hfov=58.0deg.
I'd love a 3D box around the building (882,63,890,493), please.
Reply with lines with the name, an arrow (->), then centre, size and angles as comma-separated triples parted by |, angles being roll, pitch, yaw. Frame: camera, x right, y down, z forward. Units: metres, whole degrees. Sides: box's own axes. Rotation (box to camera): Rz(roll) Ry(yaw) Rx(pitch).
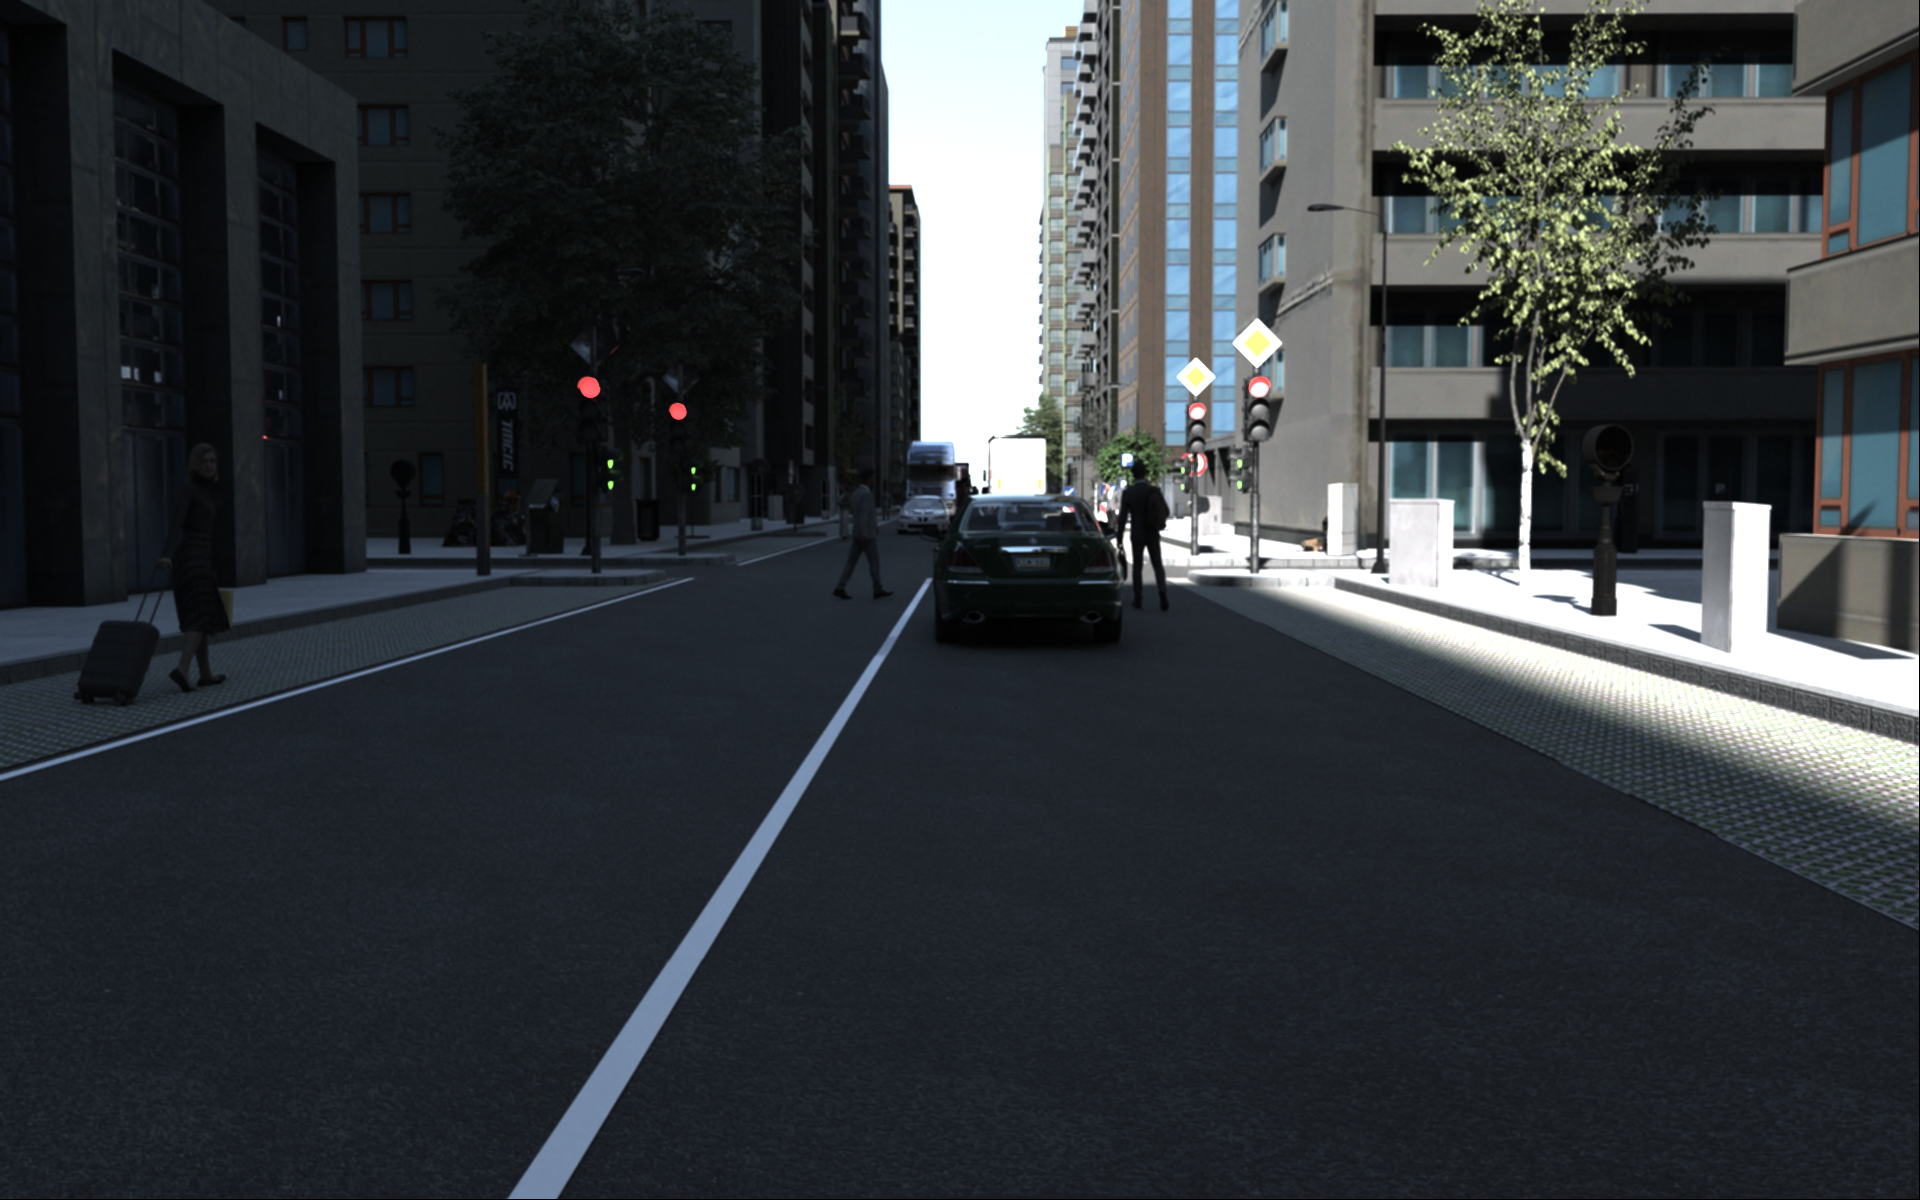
building -> -14.411, -32.098, 174.909 | 14.600, 45.320, 14.200 | 0, 4, 1

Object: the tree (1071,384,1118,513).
tree -> 9.411, -10.191, 116.991 | 4.360, 8.622, 3.978 | 0, 3, 0

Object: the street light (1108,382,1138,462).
street light -> 6.838, -6.088, 72.082 | 1.470, 5.913, 1.316 | 0, 4, 1

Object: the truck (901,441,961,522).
truck -> -1.479, -6.363, 93.799 | 2.967, 4.110, 18.799 | 0, 4, 0

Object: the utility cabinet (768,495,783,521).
utility cabinet -> -8.863, -4.405, 83.182 | 0.306, 1.237, 1.020 | 1, 4, 22

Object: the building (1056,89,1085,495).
building -> 17.568, -30.246, 178.110 | 14.154, 41.232, 14.086 | 0, 4, 1

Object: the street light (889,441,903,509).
street light -> -5.662, -10.990, 152.226 | 1.470, 5.913, 1.316 | 0, 4, 1

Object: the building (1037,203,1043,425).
building -> 22.621, -36.697, 254.617 | 22.147, 44.769, 28.867 | 0, 4, 1

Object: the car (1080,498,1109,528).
car -> 1.163, -0.779, 24.741 | 2.014, 1.417, 4.499 | 0, 4, 0

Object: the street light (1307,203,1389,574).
street light -> 6.240, -3.380, 27.798 | 1.470, 5.913, 1.316 | 0, 4, 1

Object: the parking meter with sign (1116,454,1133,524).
parking meter with sign -> 7.105, -4.852, 75.589 | 0.543, 3.016, 1.738 | 0, 4, -7

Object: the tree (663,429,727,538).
tree -> -7.918, -3.420, 50.513 | 1.663, 3.219, 1.824 | 0, 3, 0

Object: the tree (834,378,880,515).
tree -> -7.420, -9.664, 108.361 | 4.737, 8.622, 4.395 | 0, 3, 0

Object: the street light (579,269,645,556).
street light -> -7.196, -3.873, 35.858 | 1.470, 5.913, 1.316 | 0, 4, 1

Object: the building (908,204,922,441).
building -> -12.949, -37.300, 259.959 | 14.600, 45.320, 14.200 | 0, 4, 1

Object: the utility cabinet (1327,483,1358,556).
utility cabinet -> 7.928, -1.666, 35.913 | 0.318, 1.500, 1.173 | 2, 4, 28

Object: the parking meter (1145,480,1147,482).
parking meter -> 7.793, -4.185, 74.130 | 0.399, 1.863, 0.255 | 2, 4, 35

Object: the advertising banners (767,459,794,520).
advertising banners -> -8.867, -5.488, 85.910 | 0.090, 3.025, 2.074 | 2, 4, 35

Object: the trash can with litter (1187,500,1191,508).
trash can with litter -> 11.118, -4.251, 80.884 | 0.624, 1.170, 1.055 | 3, 4, 36

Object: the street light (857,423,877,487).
street light -> -6.145, -8.614, 113.372 | 1.470, 5.913, 1.316 | 0, 4, 1

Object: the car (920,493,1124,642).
car -> 0.637, -0.391, 18.197 | 2.131, 1.459, 4.920 | 0, 4, -1

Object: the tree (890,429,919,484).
tree -> -6.103, -14.571, 188.605 | 4.360, 8.622, 3.978 | 0, 3, 0

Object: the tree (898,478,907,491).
tree -> -6.060, -11.623, 184.635 | 1.663, 3.219, 1.824 | 0, 3, 0

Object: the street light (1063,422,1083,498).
street light -> 7.306, -8.465, 110.936 | 1.470, 5.913, 1.316 | 0, 4, 1

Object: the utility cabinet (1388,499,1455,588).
utility cabinet -> 6.390, -0.786, 24.005 | 0.306, 1.237, 1.020 | -2, 4, -26

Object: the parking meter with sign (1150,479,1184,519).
parking meter with sign -> 10.511, -5.611, 88.002 | 1.738, 3.016, 0.543 | -1, 4, -9

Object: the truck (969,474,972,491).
truck -> 0.325, -15.847, 248.005 | 2.839, 4.237, 11.283 | 0, 4, 0

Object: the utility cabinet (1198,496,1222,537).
utility cabinet -> 7.539, -2.532, 52.564 | 0.306, 1.237, 1.020 | 3, 5, 44

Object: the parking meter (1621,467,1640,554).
parking meter -> 14.484, -1.939, 37.414 | 0.255, 1.863, 0.399 | 3, 4, 36

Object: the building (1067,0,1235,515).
building -> 18.846, -42.245, 128.963 | 20.563, 71.187, 20.611 | 0, 4, 1

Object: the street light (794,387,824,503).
street light -> -6.605, -6.277, 75.165 | 1.470, 5.913, 1.316 | 0, 4, 1

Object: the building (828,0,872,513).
building -> -17.903, -28.778, 125.151 | 22.147, 44.769, 28.867 | 0, 4, 1

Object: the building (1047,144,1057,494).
building -> 17.284, -31.895, 205.084 | 14.154, 41.232, 14.086 | 0, 4, 1

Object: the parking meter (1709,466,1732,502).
parking meter -> 16.081, -1.893, 36.658 | 0.399, 1.863, 0.255 | 2, 4, 32

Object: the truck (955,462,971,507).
truck -> -0.392, -10.195, 155.608 | 2.839, 4.237, 11.283 | 0, 4, 0

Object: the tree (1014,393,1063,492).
tree -> 9.441, -16.852, 193.662 | 7.486, 12.596, 7.792 | 0, 3, 0

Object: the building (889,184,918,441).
building -> -17.167, -35.713, 238.539 | 22.147, 44.769, 28.867 | 0, 4, 1

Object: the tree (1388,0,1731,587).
tree -> 8.069, -4.489, 23.758 | 4.737, 8.622, 4.395 | 0, 3, 0

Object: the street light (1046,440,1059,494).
street light -> 7.862, -10.745, 148.221 | 1.470, 5.913, 1.316 | 0, 4, 1

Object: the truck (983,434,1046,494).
truck -> 2.690, -5.966, 86.462 | 2.839, 4.237, 11.283 | 0, 4, -1

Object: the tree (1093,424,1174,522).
tree -> 7.954, -5.818, 78.835 | 4.285, 4.588, 4.351 | 0, 3, 0

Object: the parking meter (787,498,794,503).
parking meter -> -8.030, -4.501, 82.005 | 0.372, 1.533, 0.369 | 0, 3, 0

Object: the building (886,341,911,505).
building -> -20.439, -22.350, 210.462 | 27.650, 21.520, 28.899 | 0, 4, 1

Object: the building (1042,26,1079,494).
building -> 21.231, -41.811, 225.613 | 21.231, 58.520, 28.212 | 0, 4, 1

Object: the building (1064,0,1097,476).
building -> 21.641, -32.751, 155.088 | 23.786, 49.044, 30.456 | 0, 4, 1

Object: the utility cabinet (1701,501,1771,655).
utility cabinet -> 6.411, -0.194, 14.327 | 0.306, 1.237, 1.020 | 1, 4, 11

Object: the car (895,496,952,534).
car -> -1.314, -3.121, 63.395 | 2.083, 1.381, 4.827 | 0, 3, 0

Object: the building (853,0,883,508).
building -> -18.188, -37.394, 153.390 | 21.231, 58.520, 28.212 | 0, 4, 1

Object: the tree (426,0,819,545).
tree -> -8.473, -8.385, 43.751 | 9.857, 13.997, 8.962 | 0, 3, 0
